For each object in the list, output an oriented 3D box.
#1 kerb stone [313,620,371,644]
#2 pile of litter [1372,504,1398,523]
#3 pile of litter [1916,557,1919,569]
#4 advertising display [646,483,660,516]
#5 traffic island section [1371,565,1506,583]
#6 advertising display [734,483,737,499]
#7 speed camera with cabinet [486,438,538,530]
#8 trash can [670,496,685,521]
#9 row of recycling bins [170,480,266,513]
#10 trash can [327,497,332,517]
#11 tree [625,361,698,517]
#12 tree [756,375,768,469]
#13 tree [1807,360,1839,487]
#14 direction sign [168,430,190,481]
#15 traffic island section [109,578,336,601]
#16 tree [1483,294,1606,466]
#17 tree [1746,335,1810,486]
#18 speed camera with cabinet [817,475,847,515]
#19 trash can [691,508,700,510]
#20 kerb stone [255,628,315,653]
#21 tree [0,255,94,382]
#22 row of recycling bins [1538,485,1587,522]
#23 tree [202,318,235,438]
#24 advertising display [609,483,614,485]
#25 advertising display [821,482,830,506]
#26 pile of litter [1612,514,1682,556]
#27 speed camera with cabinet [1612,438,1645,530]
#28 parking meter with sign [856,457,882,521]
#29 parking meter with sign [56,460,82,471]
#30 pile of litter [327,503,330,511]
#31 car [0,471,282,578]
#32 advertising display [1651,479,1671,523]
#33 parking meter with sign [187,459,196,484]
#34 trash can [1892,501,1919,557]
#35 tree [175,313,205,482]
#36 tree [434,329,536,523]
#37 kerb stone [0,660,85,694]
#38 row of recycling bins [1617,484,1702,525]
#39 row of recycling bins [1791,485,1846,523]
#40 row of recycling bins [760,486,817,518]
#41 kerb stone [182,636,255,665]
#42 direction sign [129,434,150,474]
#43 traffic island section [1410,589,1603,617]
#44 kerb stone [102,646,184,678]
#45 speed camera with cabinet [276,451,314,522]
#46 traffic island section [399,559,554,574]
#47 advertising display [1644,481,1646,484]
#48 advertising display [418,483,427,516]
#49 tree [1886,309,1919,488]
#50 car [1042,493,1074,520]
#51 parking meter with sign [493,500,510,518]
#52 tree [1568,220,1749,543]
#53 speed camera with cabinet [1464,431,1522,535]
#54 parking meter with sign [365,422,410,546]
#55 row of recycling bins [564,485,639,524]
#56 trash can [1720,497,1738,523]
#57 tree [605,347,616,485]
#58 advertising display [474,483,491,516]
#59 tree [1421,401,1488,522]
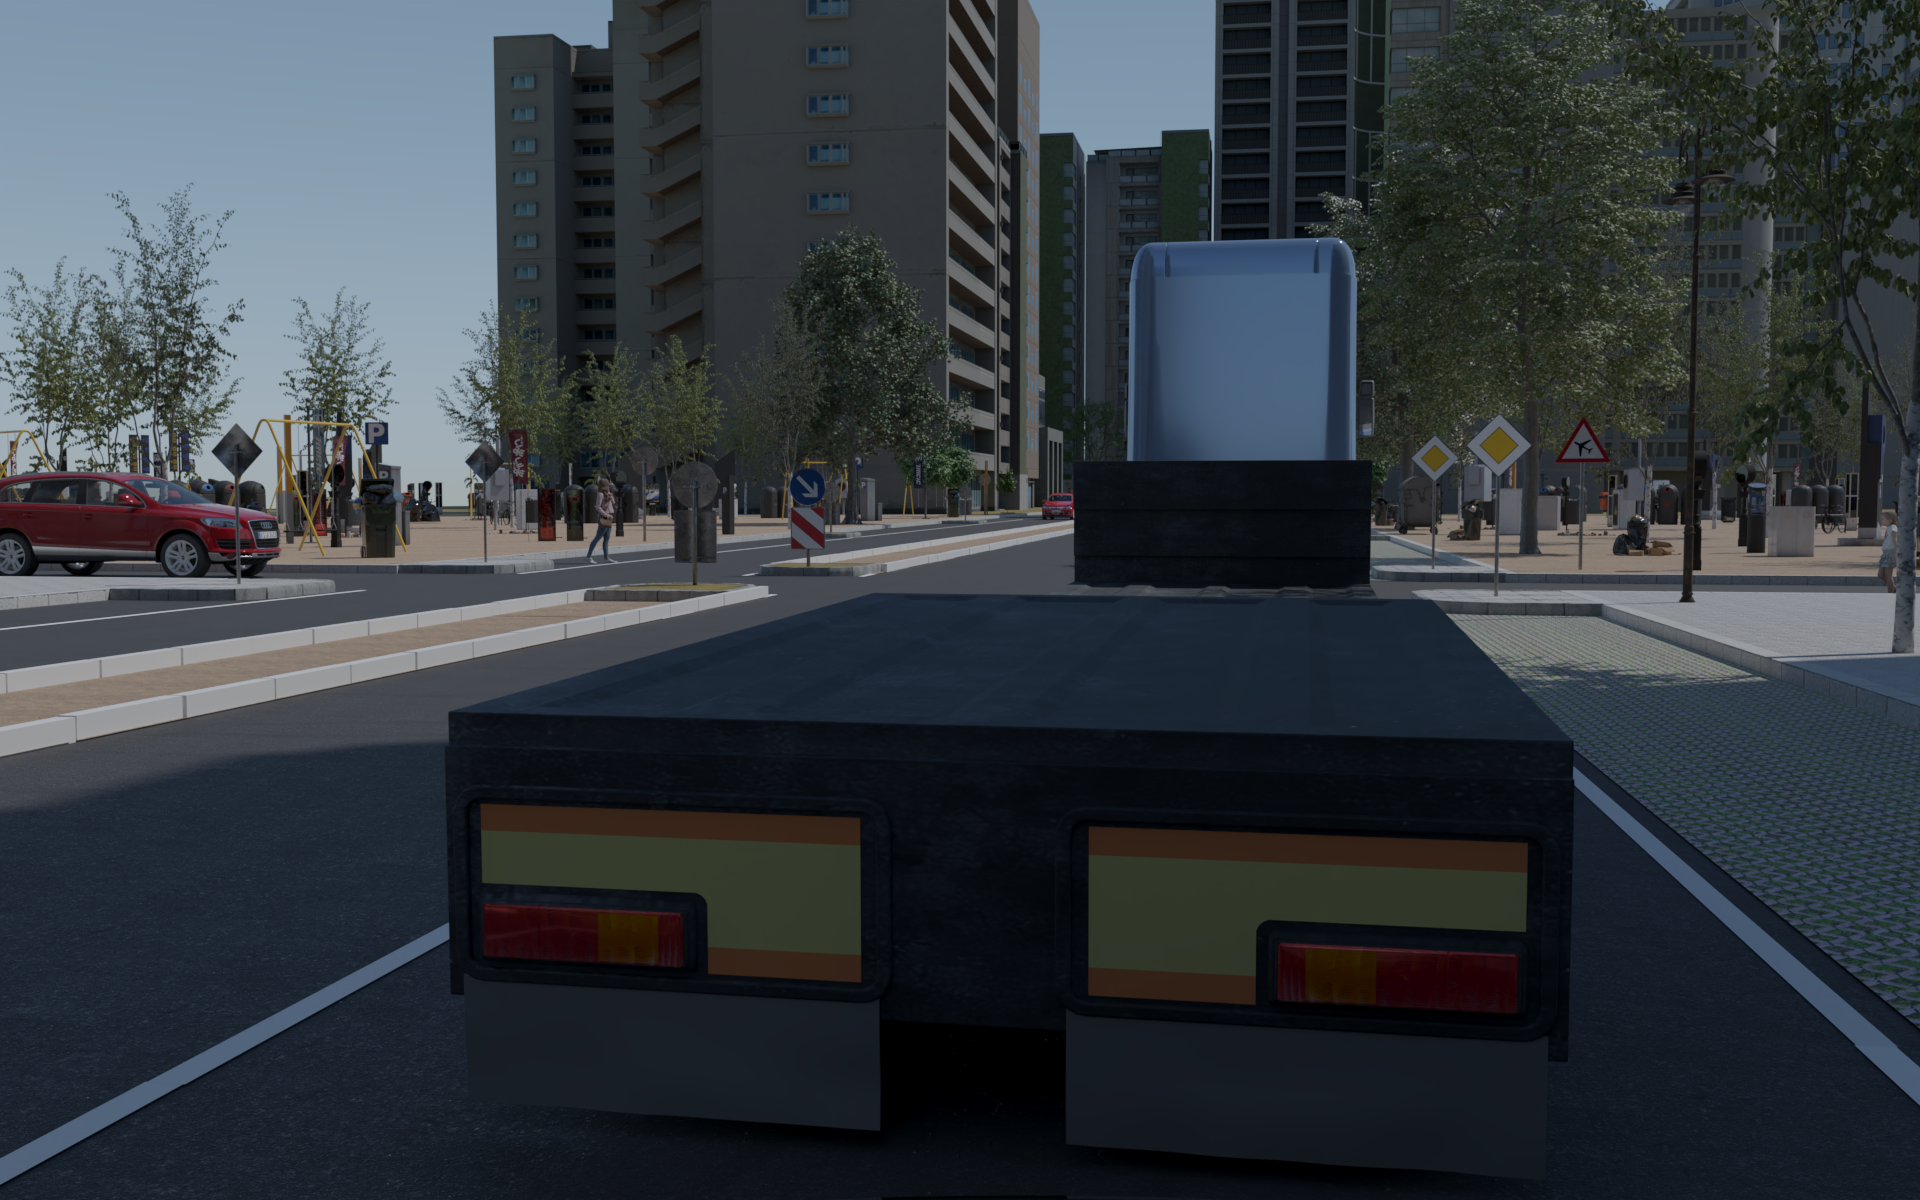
[{"bbox_3d":[-6.104,0.321,16.949,0.120,0.150,1.000,1,4,10],"label":"kerb stone"},{"bbox_3d":[19.237,-3.954,78.613,1.719,0.858,1.176,-2,4,-32],"label":"pile of litter"},{"bbox_3d":[16.641,-0.958,29.629,1.176,0.858,1.719,2,4,33],"label":"pile of litter"},{"bbox_3d":[-18.061,-5.894,101.573,0.974,1.923,0.123,-3,4,-39],"label":"advertising display"},{"bbox_3d":[8.105,-0.448,29.607,2.009,0.180,2.903,1,4,10],"label":"traffic island section"},{"bbox_3d":[-13.067,-5.730,98.907,0.123,1.923,0.974,2,4,30],"label":"advertising display"},{"bbox_3d":[-15.889,-4.142,62.056,2.038,3.252,0.660,-2,4,-31],"label":"speed camera with cabinet"},{"bbox_3d":[-13.717,-4.425,84.005,0.748,1.137,0.748,0,3,0],"label":"trash can"},{"bbox_3d":[-22.452,-2.748,52.044,1.069,1.692,3.534,2,4,27],"label":"row of recycling bins"},{"bbox_3d":[-35.218,-5.208,96.807,0.748,1.137,0.748,0,3,0],"label":"trash can"},{"bbox_3d":[-16.165,-8.872,95.424,4.360,8.622,3.978,0,3,0],"label":"tree"},{"bbox_3d":[-13.296,-9.596,107.257,4.737,8.622,4.395,0,3,0],"label":"tree"},{"bbox_3d":[42.246,-8.187,84.220,4.360,8.622,3.978,0,3,0],"label":"tree"},{"bbox_3d":[-27.552,-4.231,61.175,0.379,3.537,0.876,1,4,22],"label":"direction sign"},{"bbox_3d":[-10.293,-0.146,24.674,2.009,0.180,2.903,1,4,10],"label":"traffic island section"},{"bbox_3d":[29.614,-9.955,88.511,9.928,11.665,9.643,0,3,0],"label":"tree"},{"bbox_3d":[27.728,-6.896,63.118,4.360,8.622,3.978,0,3,0],"label":"tree"},{"bbox_3d":[-7.873,-6.748,104.668,2.038,3.252,0.660,0,4,-7],"label":"speed camera with cabinet"},{"bbox_3d":[-13.091,-4.498,85.188,0.748,1.137,0.748,0,3,0],"label":"trash can"},{"bbox_3d":[-6.285,0.386,15.942,0.120,0.150,1.000,1,4,10],"label":"kerb stone"},{"bbox_3d":[-28.260,-6.358,54.312,4.737,8.622,4.395,0,3,0],"label":"tree"},{"bbox_3d":[27.956,-4.545,81.425,1.069,1.692,3.534,-2,4,-31],"label":"row of recycling bins"},{"bbox_3d":[-31.203,-7.276,69.323,4.737,8.622,4.395,0,3,0],"label":"tree"},{"bbox_3d":[-19.234,-5.605,96.857,0.974,1.923,0.123,-3,4,-38],"label":"advertising display"},{"bbox_3d":[-7.427,-5.570,96.290,0.123,1.923,0.974,-3,4,-36],"label":"advertising display"},{"bbox_3d":[14.457,-1.370,36.369,1.719,0.858,1.176,-1,4,-15],"label":"pile of litter"},{"bbox_3d":[24.070,-4.162,62.382,0.660,3.252,2.038,0,4,7],"label":"speed camera with cabinet"},{"bbox_3d":[-4.345,-5.243,81.988,0.543,3.016,1.738,2,4,33],"label":"parking meter with sign"},{"bbox_3d":[-45.811,-5.723,89.840,1.738,3.016,0.543,-1,4,-17],"label":"parking meter with sign"},{"bbox_3d":[-36.519,-5.315,100.860,1.719,0.858,1.176,-2,4,-30],"label":"pile of litter"},{"bbox_3d":[-14.286,-1.287,29.710,5.304,1.827,2.281,1,4,9],"label":"car"},{"bbox_3d":[30.840,-4.348,76.299,0.974,1.923,0.123,-1,4,-17],"label":"advertising display"},{"bbox_3d":[-37.922,-5.461,85.550,0.543,3.016,1.738,-2,4,-33],"label":"parking meter with sign"},{"bbox_3d":[19.503,-1.459,35.504,0.748,1.137,0.748,0,3,0],"label":"trash can"},{"bbox_3d":[-30.605,-6.821,61.892,4.737,8.622,4.395,0,3,0],"label":"tree"},{"bbox_3d":[-20.868,-7.755,77.149,4.360,8.622,3.978,0,3,0],"label":"tree"},{"bbox_3d":[-6.802,0.568,12.917,0.120,0.150,1.000,1,4,10],"label":"kerb stone"},{"bbox_3d":[29.290,-4.023,72.888,3.534,1.692,1.069,1,4,21],"label":"row of recycling bins"},{"bbox_3d":[39.167,-4.359,78.379,3.534,1.692,1.069,-1,4,-20],"label":"row of recycling bins"},{"bbox_3d":[-9.105,-5.233,92.672,3.534,1.692,1.069,-3,5,-43],"label":"row of recycling bins"},{"bbox_3d":[-6.446,0.444,14.932,0.120,0.150,1.000,1,4,10],"label":"kerb stone"},{"bbox_3d":[-31.264,-4.529,66.046,0.379,3.537,0.876,2,4,26],"label":"direction sign"},{"bbox_3d":[6.746,0.033,21.738,2.009,0.180,2.903,1,4,10],"label":"traffic island section"},{"bbox_3d":[-6.626,0.508,13.926,0.120,0.150,1.000,1,4,10],"label":"kerb stone"},{"bbox_3d":[-30.381,-5.187,79.142,0.660,3.252,2.038,1,4,16],"label":"speed camera with cabinet"},{"bbox_3d":[-8.934,-0.628,32.543,2.009,0.180,2.903,1,4,10],"label":"traffic island section"},{"bbox_3d":[33.152,-4.771,83.219,0.123,1.923,0.974,-1,4,-15],"label":"advertising display"},{"bbox_3d":[-30.861,-5.771,99.563,0.123,1.923,0.974,0,4,8],"label":"advertising display"},{"bbox_3d":[36.380,-7.015,65.061,4.360,8.622,3.978,0,3,0],"label":"tree"},{"bbox_3d":[5.743,-5.415,97.579,2.155,1.783,4.494,1,4,12],"label":"car"},{"bbox_3d":[-24.395,-5.861,92.082,0.543,3.016,1.738,-3,5,-45],"label":"parking meter with sign"},{"bbox_3d":[18.033,-5.809,45.338,4.360,8.622,3.978,0,3,0],"label":"tree"},{"bbox_3d":[16.921,-3.673,54.396,2.038,3.252,0.660,3,5,41],"label":"speed camera with cabinet"},{"bbox_3d":[-14.103,-2.848,42.825,0.543,3.016,1.738,0,4,1],"label":"parking meter with sign"},{"bbox_3d":[-15.680,-4.211,75.969,3.534,1.692,1.069,-3,5,-42],"label":"row of recycling bins"},{"bbox_3d":[34.424,-4.033,77.593,0.748,1.137,0.748,0,3,0],"label":"trash can"},{"bbox_3d":[-16.947,-8.196,84.371,4.737,8.622,4.395,0,3,0],"label":"tree"},{"bbox_3d":[-27.364,-5.754,99.294,0.974,1.923,0.123,-3,4,-36],"label":"advertising display"},{"bbox_3d":[22.975,-7.946,80.283,4.360,8.622,3.978,0,3,0],"label":"tree"}]
